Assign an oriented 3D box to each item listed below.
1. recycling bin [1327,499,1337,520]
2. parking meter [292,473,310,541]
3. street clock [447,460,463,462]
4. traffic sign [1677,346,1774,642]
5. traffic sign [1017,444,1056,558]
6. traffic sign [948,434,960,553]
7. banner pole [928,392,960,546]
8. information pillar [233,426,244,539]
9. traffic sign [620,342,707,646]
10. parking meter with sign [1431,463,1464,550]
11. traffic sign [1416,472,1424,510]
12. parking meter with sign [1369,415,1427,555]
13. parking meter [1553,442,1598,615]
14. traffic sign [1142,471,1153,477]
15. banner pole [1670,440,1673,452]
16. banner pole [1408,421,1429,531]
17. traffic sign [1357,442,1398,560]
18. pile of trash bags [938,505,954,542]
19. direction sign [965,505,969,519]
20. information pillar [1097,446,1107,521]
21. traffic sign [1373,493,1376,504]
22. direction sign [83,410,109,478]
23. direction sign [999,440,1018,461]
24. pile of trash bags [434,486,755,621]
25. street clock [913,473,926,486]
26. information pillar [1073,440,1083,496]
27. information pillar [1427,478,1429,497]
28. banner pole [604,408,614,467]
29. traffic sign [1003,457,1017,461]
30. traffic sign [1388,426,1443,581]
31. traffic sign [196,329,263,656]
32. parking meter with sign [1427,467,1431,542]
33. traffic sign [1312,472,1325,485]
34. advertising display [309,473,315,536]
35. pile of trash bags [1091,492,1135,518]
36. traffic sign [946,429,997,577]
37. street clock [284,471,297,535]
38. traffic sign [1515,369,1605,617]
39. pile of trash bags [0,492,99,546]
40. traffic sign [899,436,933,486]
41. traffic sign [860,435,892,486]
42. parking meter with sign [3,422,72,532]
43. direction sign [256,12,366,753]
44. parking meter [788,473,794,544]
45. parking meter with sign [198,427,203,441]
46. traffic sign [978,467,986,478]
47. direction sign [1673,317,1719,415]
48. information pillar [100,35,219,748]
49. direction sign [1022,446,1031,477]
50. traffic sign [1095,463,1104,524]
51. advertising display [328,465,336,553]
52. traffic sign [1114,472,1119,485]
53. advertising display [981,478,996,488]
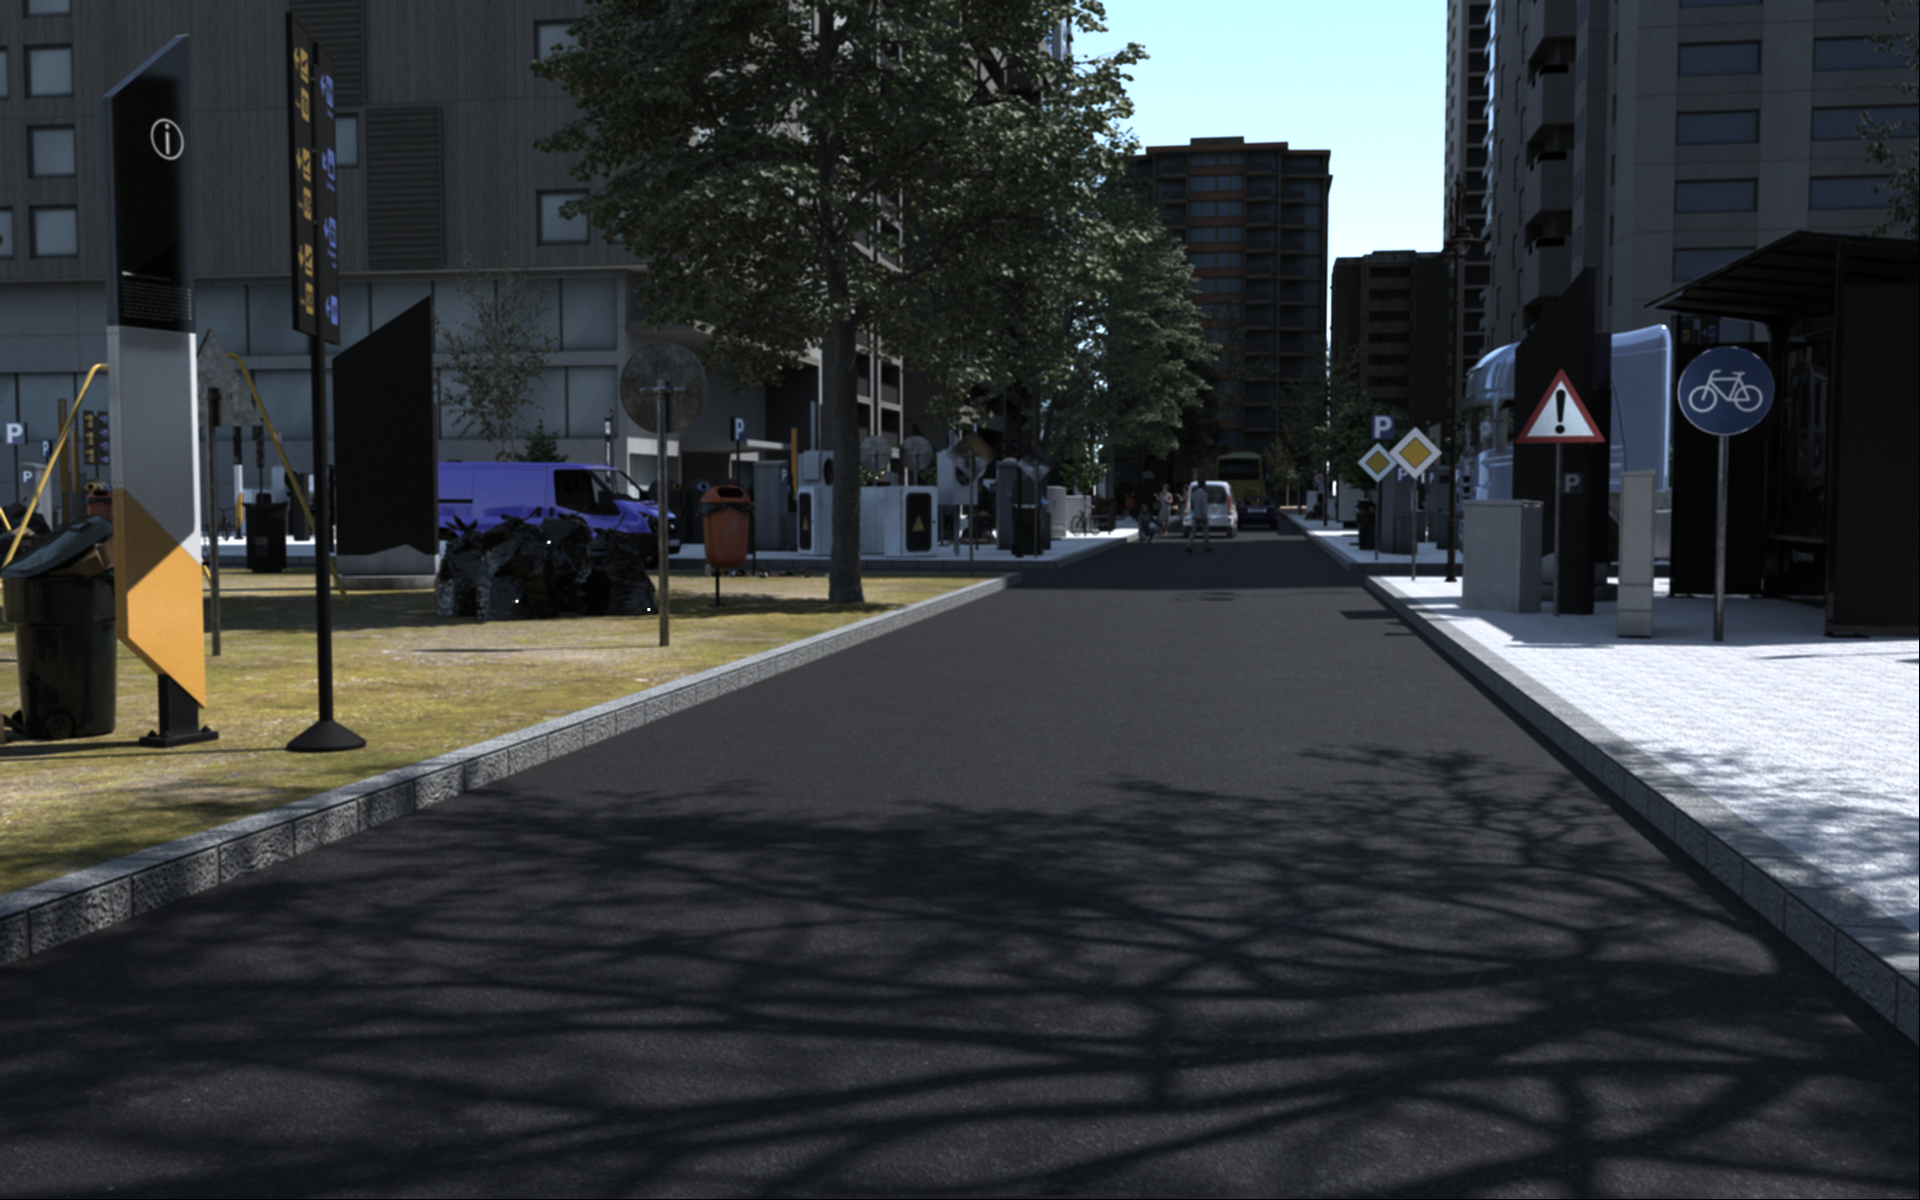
[{"bbox_3d":[18.772,-4.551,86.959,0.722,1.027,0.722,2,4,28],"label":"recycling bin"},{"bbox_3d":[-18.007,-2.545,47.318,0.399,1.863,0.255,1,4,19],"label":"parking meter"},{"bbox_3d":[-10.689,-1.966,36.714,0.471,2.002,0.358,1,4,19],"label":"street clock"},{"bbox_3d":[6.605,-0.911,15.008,0.768,2.556,0.104,1,4,17],"label":"traffic sign"},{"bbox_3d":[1.523,-1.896,34.642,0.795,2.450,0.064,1,4,10],"label":"traffic sign"},{"bbox_3d":[-0.102,-2.313,37.825,0.884,2.594,0.081,1,4,19],"label":"traffic sign"},{"bbox_3d":[-0.280,-3.220,42.662,0.401,3.779,0.863,3,5,44],"label":"banner pole"},{"bbox_3d":[-20.449,-3.529,49.058,0.183,3.616,0.504,-3,4,-38],"label":"information pillar"},{"bbox_3d":[-2.497,-0.883,14.543,0.768,2.556,0.104,1,4,11],"label":"traffic sign"},{"bbox_3d":[11.798,-2.702,40.433,1.738,3.016,0.543,-3,5,-41],"label":"parking meter with sign"},{"bbox_3d":[17.377,-3.906,65.989,0.606,2.300,0.079,1,4,15],"label":"traffic sign"},{"bbox_3d":[9.395,-2.512,37.340,0.543,3.016,1.738,0,4,-8],"label":"parking meter with sign"},{"bbox_3d":[6.568,-0.783,18.521,0.399,1.863,0.255,3,5,40],"label":"parking meter"},{"bbox_3d":[10.247,-5.785,94.684,0.768,2.556,0.104,1,4,12],"label":"traffic sign"},{"bbox_3d":[29.378,-4.948,70.922,0.863,3.779,0.401,3,5,45],"label":"banner pole"},{"bbox_3d":[15.880,-4.270,59.838,0.863,3.779,0.401,1,4,8],"label":"banner pole"},{"bbox_3d":[8.069,-1.827,33.507,0.795,2.450,0.064,1,4,10],"label":"traffic sign"},{"bbox_3d":[-1.007,-2.330,47.841,1.912,1.369,3.447,0,4,-8],"label":"pile of trash bags"},{"bbox_3d":[0.441,-6.041,90.763,0.379,3.537,0.876,-1,4,-12],"label":"direction sign"},{"bbox_3d":[6.423,-5.298,77.977,0.504,3.616,0.183,-2,4,-31],"label":"information pillar"},{"bbox_3d":[11.735,-2.991,49.013,0.768,2.556,0.104,1,4,18],"label":"traffic sign"},{"bbox_3d":[-23.514,-3.377,47.212,0.379,3.537,0.876,1,4,15],"label":"direction sign"},{"bbox_3d":[2.051,-4.920,72.442,0.876,3.537,0.379,0,4,2],"label":"direction sign"},{"bbox_3d":[-3.880,-0.558,18.870,3.447,1.369,1.912,-2,4,-29],"label":"pile of trash bags"},{"bbox_3d":[-1.399,-3.411,60.334,0.358,2.002,0.471,-3,4,-37],"label":"street clock"},{"bbox_3d":[4.790,-4.819,70.143,0.504,3.616,0.183,-3,5,-43],"label":"information pillar"},{"bbox_3d":[21.176,-4.505,78.152,0.304,2.012,0.304,1,4,22],"label":"information pillar"},{"bbox_3d":[-10.120,-3.676,50.113,0.401,3.779,0.863,0,4,8],"label":"banner pole"},{"bbox_3d":[1.721,-3.662,59.974,0.768,2.556,0.104,1,4,19],"label":"traffic sign"},{"bbox_3d":[6.723,-1.345,25.635,0.795,2.450,0.064,1,4,10],"label":"traffic sign"},{"bbox_3d":[-5.897,-0.835,13.664,0.884,2.594,0.081,1,4,14],"label":"traffic sign"},{"bbox_3d":[12.887,-3.060,46.284,1.738,3.016,0.543,-1,4,-12],"label":"parking meter with sign"},{"bbox_3d":[20.770,-6.122,100.205,0.768,2.556,0.104,1,4,10],"label":"traffic sign"},{"bbox_3d":[-19.423,-2.917,52.899,0.974,1.923,0.123,0,4,1],"label":"advertising display"},{"bbox_3d":[7.752,-5.023,91.877,3.447,1.369,1.912,2,4,28],"label":"pile of trash bags"},{"bbox_3d":[0.177,-1.415,26.771,0.795,2.450,0.064,1,4,10],"label":"traffic sign"},{"bbox_3d":[-21.104,-3.066,54.703,0.358,2.002,0.471,0,4,7],"label":"street clock"},{"bbox_3d":[6.252,-1.106,18.089,0.884,2.594,0.081,1,4,17],"label":"traffic sign"},{"bbox_3d":[-21.226,-1.827,39.631,3.447,1.369,1.912,-3,4,-37],"label":"pile of trash bags"},{"bbox_3d":[-0.973,-2.303,37.756,0.768,2.556,0.104,1,4,15],"label":"traffic sign"},{"bbox_3d":[-1.852,-2.289,37.530,0.768,2.556,0.104,1,4,16],"label":"traffic sign"},{"bbox_3d":[-22.832,-2.849,42.849,0.543,3.016,1.738,0,4,3],"label":"parking meter with sign"},{"bbox_3d":[-3.209,-1.020,8.669,0.379,3.537,0.876,0,4,-8],"label":"direction sign"},{"bbox_3d":[-4.365,-2.290,43.154,0.399,1.863,0.255,-3,4,-37],"label":"parking meter"},{"bbox_3d":[-17.590,-2.649,39.567,0.543,3.016,1.738,-2,4,-25],"label":"parking meter with sign"},{"bbox_3d":[0.466,-3.389,55.518,0.768,2.556,0.104,1,4,17],"label":"traffic sign"},{"bbox_3d":[9.506,-1.862,22.442,0.379,3.537,0.876,-1,4,-12],"label":"direction sign"},{"bbox_3d":[-4.059,-1.064,8.748,0.183,3.616,0.504,2,4,24],"label":"information pillar"},{"bbox_3d":[3.070,-5.438,80.906,0.876,3.537,0.379,0,4,3],"label":"direction sign"},{"bbox_3d":[5.576,-4.333,70.947,0.768,2.556,0.104,1,4,15],"label":"traffic sign"},{"bbox_3d":[-13.990,-2.023,38.295,0.123,1.923,0.974,-2,4,-33],"label":"advertising display"},{"bbox_3d":[7.178,-4.849,81.407,0.606,2.300,0.079,1,4,13],"label":"traffic sign"},{"bbox_3d":[1.307,-3.949,69.775,0.974,1.923,0.123,-2,4,-25],"label":"advertising display"}]
